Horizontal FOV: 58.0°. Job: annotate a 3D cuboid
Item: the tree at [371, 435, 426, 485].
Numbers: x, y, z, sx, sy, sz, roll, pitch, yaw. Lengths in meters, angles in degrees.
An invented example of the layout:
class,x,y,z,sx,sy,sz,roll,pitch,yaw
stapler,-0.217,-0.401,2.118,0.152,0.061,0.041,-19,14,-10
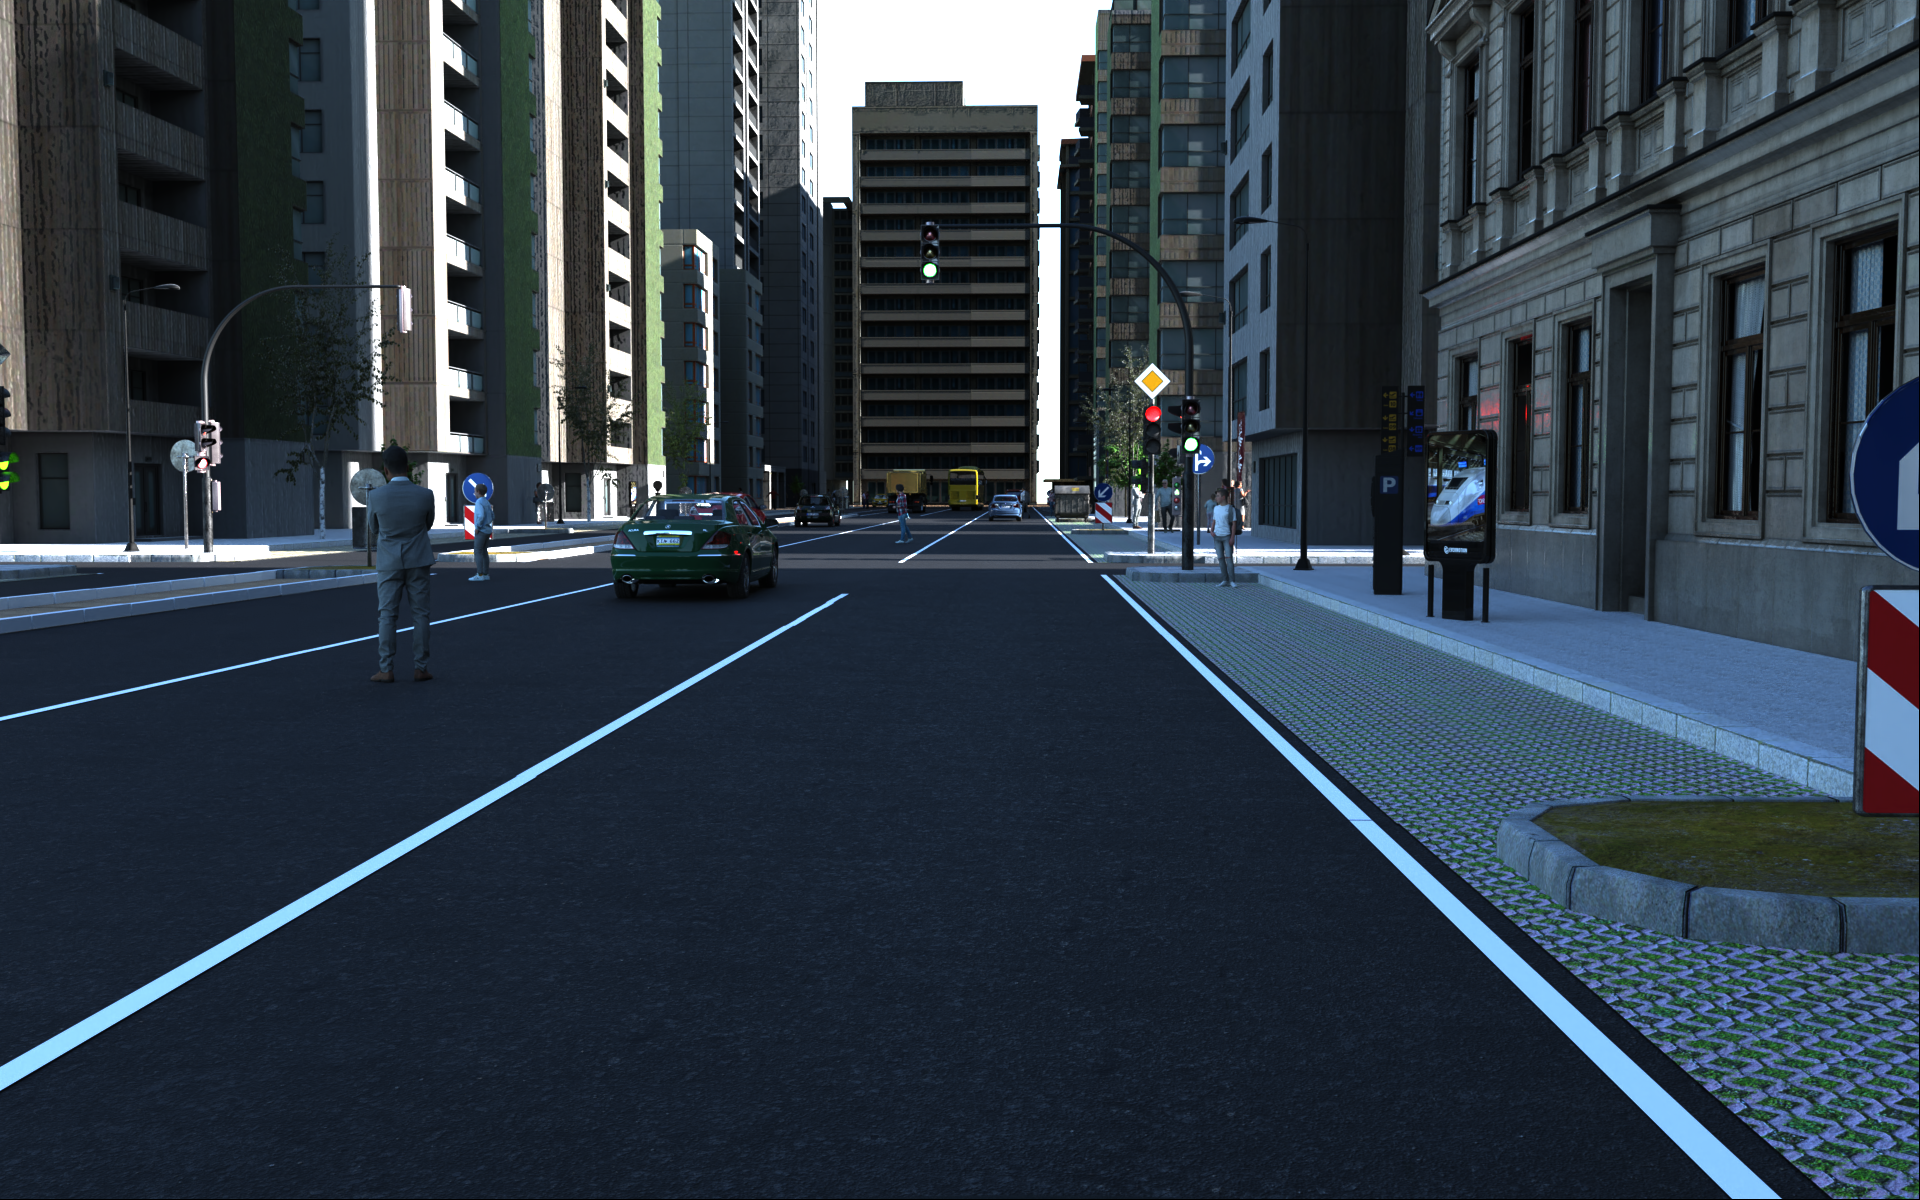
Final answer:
class,x,y,z,sx,sy,sz,roll,pitch,yaw
tree,-17.999,-3.681,54.791,1.663,3.219,1.824,0,3,0

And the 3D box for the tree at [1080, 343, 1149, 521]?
class,x,y,z,sx,sy,sz,roll,pitch,yaw
tree,8.122,-8.107,82.905,4.360,8.622,3.978,0,3,0

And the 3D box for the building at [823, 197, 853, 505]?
class,x,y,z,sx,sy,sz,roll,pitch,yaw
building,-23.946,-31.935,214.012,23.993,40.220,32.217,0,4,2

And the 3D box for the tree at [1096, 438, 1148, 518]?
class,x,y,z,sx,sy,sz,roll,pitch,yaw
tree,9.111,-6.814,95.120,4.285,4.588,4.351,0,3,0

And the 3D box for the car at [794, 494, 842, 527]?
class,x,y,z,sx,sy,sz,roll,pitch,yaw
car,-6.297,-4.098,76.781,2.009,1.686,4.222,0,4,2

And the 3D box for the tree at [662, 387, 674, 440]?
class,x,y,z,sx,sy,sz,roll,pitch,yaw
tree,-18.906,-9.234,101.343,4.360,8.622,3.978,0,3,0

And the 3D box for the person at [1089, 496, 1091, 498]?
class,x,y,z,sx,sy,sz,roll,pitch,yaw
person,9.703,-7.858,135.249,1.217,1.736,0.721,-2,4,-26

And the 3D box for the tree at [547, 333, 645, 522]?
class,x,y,z,sx,sy,sz,roll,pitch,yaw
tree,-16.993,-7.922,79.895,4.360,8.622,3.978,0,3,0

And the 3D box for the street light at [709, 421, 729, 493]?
class,x,y,z,sx,sy,sz,roll,pitch,yaw
street light,-15.460,-8.458,110.832,1.470,5.913,1.316,0,4,2

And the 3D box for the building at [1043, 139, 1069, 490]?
class,x,y,z,sx,sy,sz,roll,pitch,yaw
building,24.462,-33.749,206.414,28.867,44.769,22.147,0,4,2

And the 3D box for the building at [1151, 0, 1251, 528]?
class,x,y,z,sx,sy,sz,roll,pitch,yaw
building,14.756,-23.696,71.030,14.154,41.232,14.086,0,4,2

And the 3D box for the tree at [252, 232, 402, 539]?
class,x,y,z,sx,sy,sz,roll,pitch,yaw
tree,-18.189,-6.059,49.435,4.360,8.622,3.978,0,3,0

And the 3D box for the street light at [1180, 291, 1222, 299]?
class,x,y,z,sx,sy,sz,roll,pitch,yaw
street light,5.663,-4.116,39.845,1.470,5.913,1.316,0,4,2

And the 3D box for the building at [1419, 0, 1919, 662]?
class,x,y,z,sx,sy,sz,roll,pitch,yaw
building,11.726,-9.353,17.544,10.561,19.102,19.286,0,4,2

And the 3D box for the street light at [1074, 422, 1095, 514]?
class,x,y,z,sx,sy,sz,roll,pitch,yaw
street light,8.090,-8.543,112.215,1.470,5.913,1.316,0,4,2

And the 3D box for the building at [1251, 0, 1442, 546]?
class,x,y,z,sx,sy,sz,roll,pitch,yaw
building,14.679,-16.734,45.307,14.107,30.474,14.160,0,4,2

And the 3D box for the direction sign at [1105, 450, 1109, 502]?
class,x,y,z,sx,sy,sz,roll,pitch,yaw
direction sign,7.644,-6.000,90.104,0.379,3.537,0.876,0,4,-3

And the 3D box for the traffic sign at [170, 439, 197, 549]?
class,x,y,z,sx,sy,sz,roll,pitch,yaw
traffic sign,-18.085,-2.466,40.426,0.768,2.556,0.104,0,4,8

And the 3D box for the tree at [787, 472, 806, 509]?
class,x,y,z,sx,sy,sz,roll,pitch,yaw
tree,-14.494,-9.756,154.116,1.663,3.219,1.824,0,3,0

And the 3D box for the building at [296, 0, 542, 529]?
class,x,y,z,sx,sy,sz,roll,pitch,yaw
building,-25.683,-23.549,68.619,14.154,41.232,14.086,0,4,2

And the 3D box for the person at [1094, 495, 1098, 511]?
class,x,y,z,sx,sy,sz,roll,pitch,yaw
person,9.830,-7.263,124.923,0.705,1.807,1.348,-1,4,-17

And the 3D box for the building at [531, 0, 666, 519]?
class,x,y,z,sx,sy,sz,roll,pitch,yaw
building,-23.957,-19.526,90.957,14.160,30.474,14.107,0,4,2

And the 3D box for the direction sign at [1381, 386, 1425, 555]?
class,x,y,z,sx,sy,sz,roll,pitch,yaw
direction sign,9.259,-2.709,36.284,0.876,3.537,0.379,1,4,11

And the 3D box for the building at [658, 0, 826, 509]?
class,x,y,z,sx,sy,sz,roll,pitch,yaw
building,-25.196,-45.173,176.831,20.611,71.187,20.563,0,4,2

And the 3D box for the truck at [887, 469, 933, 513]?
class,x,y,z,sx,sy,sz,roll,pitch,yaw
truck,-3.991,-8.399,133.240,3.469,3.379,9.791,0,4,2

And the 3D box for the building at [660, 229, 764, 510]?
class,x,y,z,sx,sy,sz,roll,pitch,yaw
building,-30.473,-17.314,128.126,27.650,21.520,28.899,0,4,2

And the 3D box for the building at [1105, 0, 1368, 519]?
class,x,y,z,sx,sy,sz,roll,pitch,yaw
building,15.778,-20.373,104.804,14.160,30.474,14.107,0,4,2

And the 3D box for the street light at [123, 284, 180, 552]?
class,x,y,z,sx,sy,sz,roll,pitch,yaw
street light,-17.949,-4.032,38.464,1.470,5.913,1.316,0,4,2

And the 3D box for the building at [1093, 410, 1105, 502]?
class,x,y,z,sx,sy,sz,roll,pitch,yaw
building,21.699,-49.725,125.668,22.319,86.520,31.000,0,4,2

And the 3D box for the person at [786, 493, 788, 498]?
class,x,y,z,sx,sy,sz,roll,pitch,yaw
person,-16.852,-9.755,165.539,0.705,1.823,1.348,2,4,32

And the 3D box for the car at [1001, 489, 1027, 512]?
class,x,y,z,sx,sy,sz,roll,pitch,yaw
car,4.383,-7.928,138.292,2.281,1.827,5.304,0,4,2

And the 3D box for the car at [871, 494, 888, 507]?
class,x,y,z,sx,sy,sz,roll,pitch,yaw
car,-8.545,-10.835,187.368,2.015,1.641,3.980,0,4,1

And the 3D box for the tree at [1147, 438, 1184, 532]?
class,x,y,z,sx,sy,sz,roll,pitch,yaw
tree,7.227,-3.981,59.697,1.663,3.219,1.824,0,3,0

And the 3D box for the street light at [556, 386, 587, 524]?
class,x,y,z,sx,sy,sz,roll,pitch,yaw
street light,-16.723,-6.245,74.648,1.470,5.913,1.316,0,4,2

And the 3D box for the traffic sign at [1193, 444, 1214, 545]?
class,x,y,z,sx,sy,sz,roll,pitch,yaw
traffic sign,6.046,-2.675,43.843,0.768,2.556,0.104,0,4,7

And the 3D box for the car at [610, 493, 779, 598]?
class,x,y,z,sx,sy,sz,roll,pitch,yaw
car,-3.784,-0.821,25.229,2.131,1.459,4.920,0,4,2

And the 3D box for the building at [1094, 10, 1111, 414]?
class,x,y,z,sx,sy,sz,roll,pitch,yaw
building,18.607,-28.542,150.253,14.154,41.232,14.086,0,4,2

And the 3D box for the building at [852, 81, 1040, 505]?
class,x,y,z,sx,sy,sz,roll,pitch,yaw
building,-1.362,-35.685,207.143,21.600,48.544,21.300,0,4,2

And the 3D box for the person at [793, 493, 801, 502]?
class,x,y,z,sx,sy,sz,roll,pitch,yaw
person,-15.330,-9.761,165.774,1.348,1.807,0.705,-1,4,-22

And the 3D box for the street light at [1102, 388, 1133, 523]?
class,x,y,z,sx,sy,sz,roll,pitch,yaw
street light,6.909,-6.330,76.029,1.470,5.913,1.316,0,4,2

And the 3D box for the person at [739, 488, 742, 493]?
class,x,y,z,sx,sy,sz,roll,pitch,yaw
person,-15.909,-7.221,124.809,0.721,1.736,1.217,-3,4,-36

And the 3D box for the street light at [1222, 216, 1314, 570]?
class,x,y,z,sx,sy,sz,roll,pitch,yaw
street light,5.267,-3.460,29.118,1.470,5.913,1.316,0,4,2

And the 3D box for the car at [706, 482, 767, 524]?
class,x,y,z,sx,sy,sz,roll,pitch,yaw
car,-6.978,-2.645,52.293,2.155,1.783,4.494,0,4,3

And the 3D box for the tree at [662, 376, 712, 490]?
class,x,y,z,sx,sy,sz,roll,pitch,yaw
tree,-17.246,-9.577,106.951,4.737,8.622,4.395,0,3,0

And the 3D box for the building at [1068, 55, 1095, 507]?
class,x,y,z,sx,sy,sz,roll,pitch,yaw
building,22.553,-31.642,171.970,22.147,44.769,28.867,0,4,2

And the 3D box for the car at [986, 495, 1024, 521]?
class,x,y,z,sx,sy,sz,roll,pitch,yaw
car,2.398,-4.916,92.380,2.014,1.417,4.499,0,4,1

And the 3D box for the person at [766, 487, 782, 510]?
class,x,y,z,sx,sy,sz,roll,pitch,yaw
person,-15.456,-8.406,143.419,1.348,1.831,0.705,1,4,9

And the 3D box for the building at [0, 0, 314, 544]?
class,x,y,z,sx,sy,sz,roll,pitch,yaw
building,-27.557,-16.834,46.943,14.160,30.474,14.107,0,4,2

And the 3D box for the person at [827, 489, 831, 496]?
class,x,y,z,sx,sy,sz,roll,pitch,yaw
person,-13.774,-10.672,180.524,0.705,1.824,1.348,-2,4,-32
